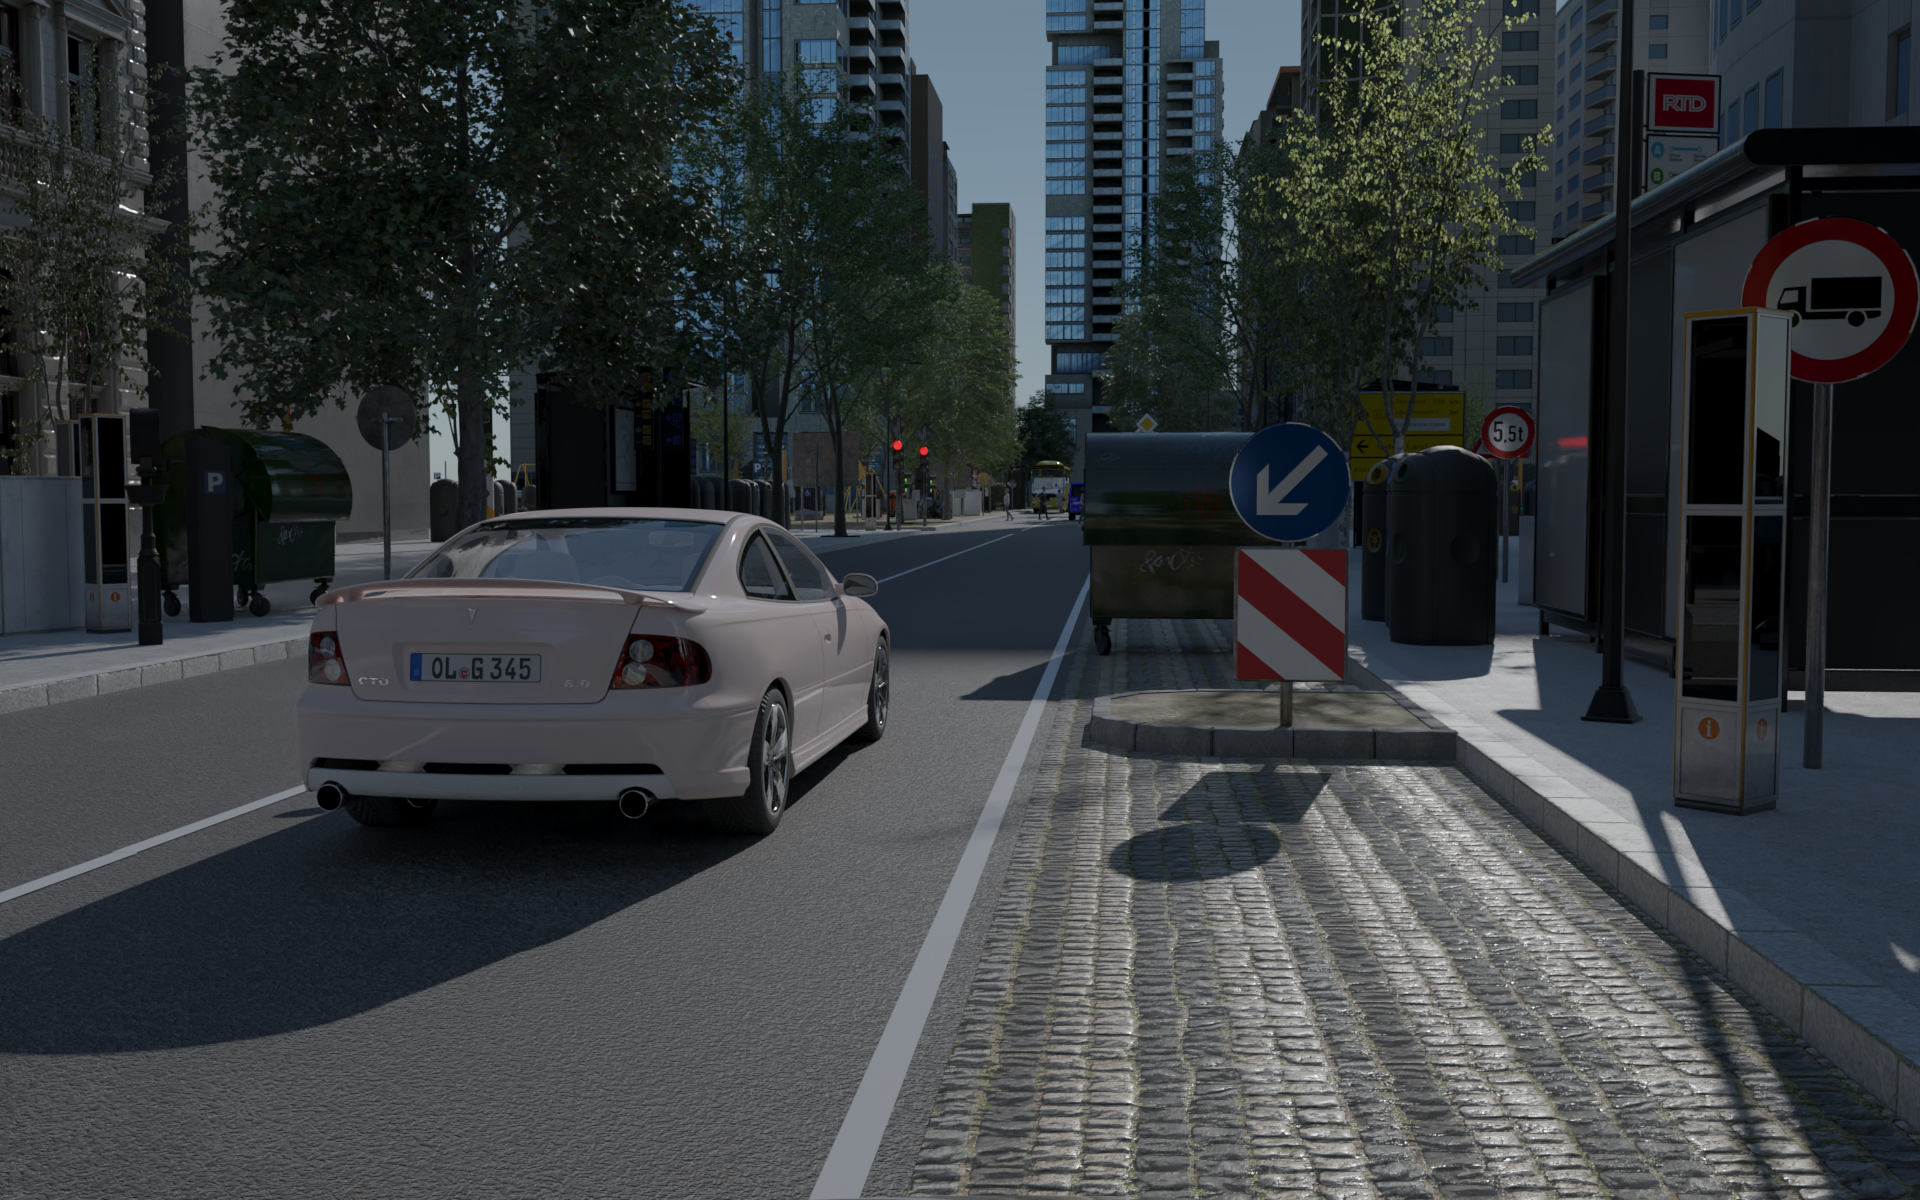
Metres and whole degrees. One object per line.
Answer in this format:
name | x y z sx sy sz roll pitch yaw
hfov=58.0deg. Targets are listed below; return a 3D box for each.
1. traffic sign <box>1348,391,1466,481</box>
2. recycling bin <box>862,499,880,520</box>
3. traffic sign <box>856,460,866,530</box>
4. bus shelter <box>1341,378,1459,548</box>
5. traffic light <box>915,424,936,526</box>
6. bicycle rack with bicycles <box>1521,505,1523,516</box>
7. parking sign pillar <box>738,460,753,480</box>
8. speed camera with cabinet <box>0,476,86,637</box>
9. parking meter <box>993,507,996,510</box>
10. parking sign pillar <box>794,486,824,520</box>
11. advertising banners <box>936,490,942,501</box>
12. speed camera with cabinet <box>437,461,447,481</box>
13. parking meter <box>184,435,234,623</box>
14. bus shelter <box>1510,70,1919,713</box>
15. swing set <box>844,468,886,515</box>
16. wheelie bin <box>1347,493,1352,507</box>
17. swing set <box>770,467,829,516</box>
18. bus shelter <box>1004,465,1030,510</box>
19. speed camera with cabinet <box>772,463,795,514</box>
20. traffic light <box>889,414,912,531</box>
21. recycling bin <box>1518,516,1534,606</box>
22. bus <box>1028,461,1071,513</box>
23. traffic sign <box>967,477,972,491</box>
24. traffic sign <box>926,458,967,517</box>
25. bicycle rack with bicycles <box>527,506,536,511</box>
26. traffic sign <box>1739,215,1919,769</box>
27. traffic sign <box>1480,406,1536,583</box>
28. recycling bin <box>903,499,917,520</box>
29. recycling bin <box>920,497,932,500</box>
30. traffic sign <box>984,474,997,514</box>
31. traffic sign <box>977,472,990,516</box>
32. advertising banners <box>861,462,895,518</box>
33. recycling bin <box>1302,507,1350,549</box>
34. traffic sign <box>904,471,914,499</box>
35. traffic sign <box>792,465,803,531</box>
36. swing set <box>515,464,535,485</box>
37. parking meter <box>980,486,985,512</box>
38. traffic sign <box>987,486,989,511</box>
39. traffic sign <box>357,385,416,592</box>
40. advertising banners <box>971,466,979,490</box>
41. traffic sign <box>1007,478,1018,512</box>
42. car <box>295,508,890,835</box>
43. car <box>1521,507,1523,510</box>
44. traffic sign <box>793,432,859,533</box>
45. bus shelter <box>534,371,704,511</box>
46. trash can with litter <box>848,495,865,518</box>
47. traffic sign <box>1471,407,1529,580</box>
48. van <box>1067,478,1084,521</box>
traffic sign | 8.844 -2.475 34.345 2.265 3.308 0.079 0 4 6
recycling bin | -4.497 -4.577 87.385 0.722 1.027 0.722 -1 4 -22
traffic sign | -3.623 -3.736 61.080 0.884 2.594 0.081 0 4 6
bus shelter | 9.532 -2.854 37.952 1.731 3.624 6.357 0 4 6
traffic light | -1.378 -4.877 68.661 0.839 4.253 0.868 0 4 5
bicycle rack with bicycles | 18.377 -2.774 58.736 2.852 0.926 2.925 3 5 39
parking sign pillar | -16.746 -8.946 134.734 1.447 3.967 1.447 -3 4 -39
speed camera with cabinet | -8.874 -1.294 15.493 0.660 3.252 2.038 1 4 22
parking meter | 2.680 -7.962 138.585 0.372 1.533 0.369 0 3 0
parking sign pillar | -7.399 -5.897 84.886 1.447 3.967 1.447 1 4 15
advertising banners | -0.863 -8.277 131.515 2.074 3.025 0.090 1 4 15
speed camera with cabinet | -30.595 -6.758 104.822 0.660 3.252 2.038 3 5 43
parking meter | -7.520 -0.714 17.382 0.255 1.863 0.399 3 4 37
bus shelter | 5.961 -2.236 14.189 2.179 5.291 8.768 0 4 5
swing set | -5.570 -6.407 102.368 2.862 2.851 3.119 1 4 11
wheelie bin | 12.833 -3.102 58.619 0.980 1.594 0.693 -2 4 -33
swing set | -9.756 -6.374 101.841 3.119 2.851 2.862 3 4 36
bus shelter | 4.648 -9.150 140.879 1.731 3.624 6.357 0 4 5
speed camera with cabinet | -11.000 -7.038 109.406 0.660 3.252 2.038 3 5 42
traffic light | -2.131 -4.391 60.712 0.839 4.253 0.868 0 4 5
recycling bin | 6.918 -0.448 19.877 0.722 1.027 0.722 -2 4 -33
bus | 6.986 -8.613 132.365 2.896 3.916 12.252 0 4 6
traffic sign | 0.638 -8.121 132.885 0.768 2.556 0.104 1 4 11
traffic sign | -0.765 -6.273 96.441 2.265 3.308 0.079 0 4 8
bicycle rack with bicycles | -13.551 -2.465 53.689 2.852 0.926 2.925 0 4 -3
traffic sign | 3.994 -0.485 8.037 0.768 2.556 0.104 1 4 12
traffic sign | 7.907 -1.526 25.048 0.768 2.556 0.104 1 4 12
recycling bin | -2.524 -4.409 84.638 0.722 1.027 0.722 -1 4 -10
recycling bin | -2.557 -7.244 130.998 0.722 1.027 0.722 1 4 17
traffic sign | 1.916 -6.714 109.785 0.884 2.594 0.081 0 4 7
traffic sign | 1.354 -6.186 101.250 0.768 2.556 0.104 1 4 10
advertising banners | -4.481 -6.024 94.679 2.074 3.025 0.090 0 4 4
recycling bin | 7.026 -1.269 33.294 0.722 1.027 0.722 -1 4 -9
traffic sign | -2.852 -5.726 93.733 0.768 2.556 0.104 1 4 11
traffic sign | -5.531 -3.705 60.677 0.768 2.556 0.104 1 4 15
swing set | -21.769 -5.657 90.105 3.119 2.851 2.862 2 4 26
parking meter | 1.576 -7.160 122.769 0.399 1.863 0.255 3 5 42
traffic sign | 2.153 -7.942 129.852 0.884 2.594 0.081 1 4 10
traffic sign | -6.731 -1.236 20.316 0.768 2.556 0.104 1 4 13
advertising banners | 0.215 -6.920 109.336 2.074 3.025 0.090 1 4 13
traffic sign | 3.791 -7.589 125.270 0.795 2.450 0.064 1 4 11
car | -1.531 0.221 8.743 2.083 1.381 4.827 0 4 7
car | 21.879 -3.205 61.192 4.718 1.807 1.959 0 4 7
traffic sign | -4.456 -3.886 57.410 2.265 3.308 0.079 1 4 13
bus shelter | -6.573 -2.629 34.274 1.731 3.624 6.357 0 4 6
trash can with litter | -5.181 -4.965 92.240 1.678 1.210 2.233 -1 4 -18
traffic sign | 8.049 -1.586 25.939 0.884 2.594 0.081 0 4 8
van | 6.989 -5.570 95.448 2.240 2.365 5.245 0 4 6
